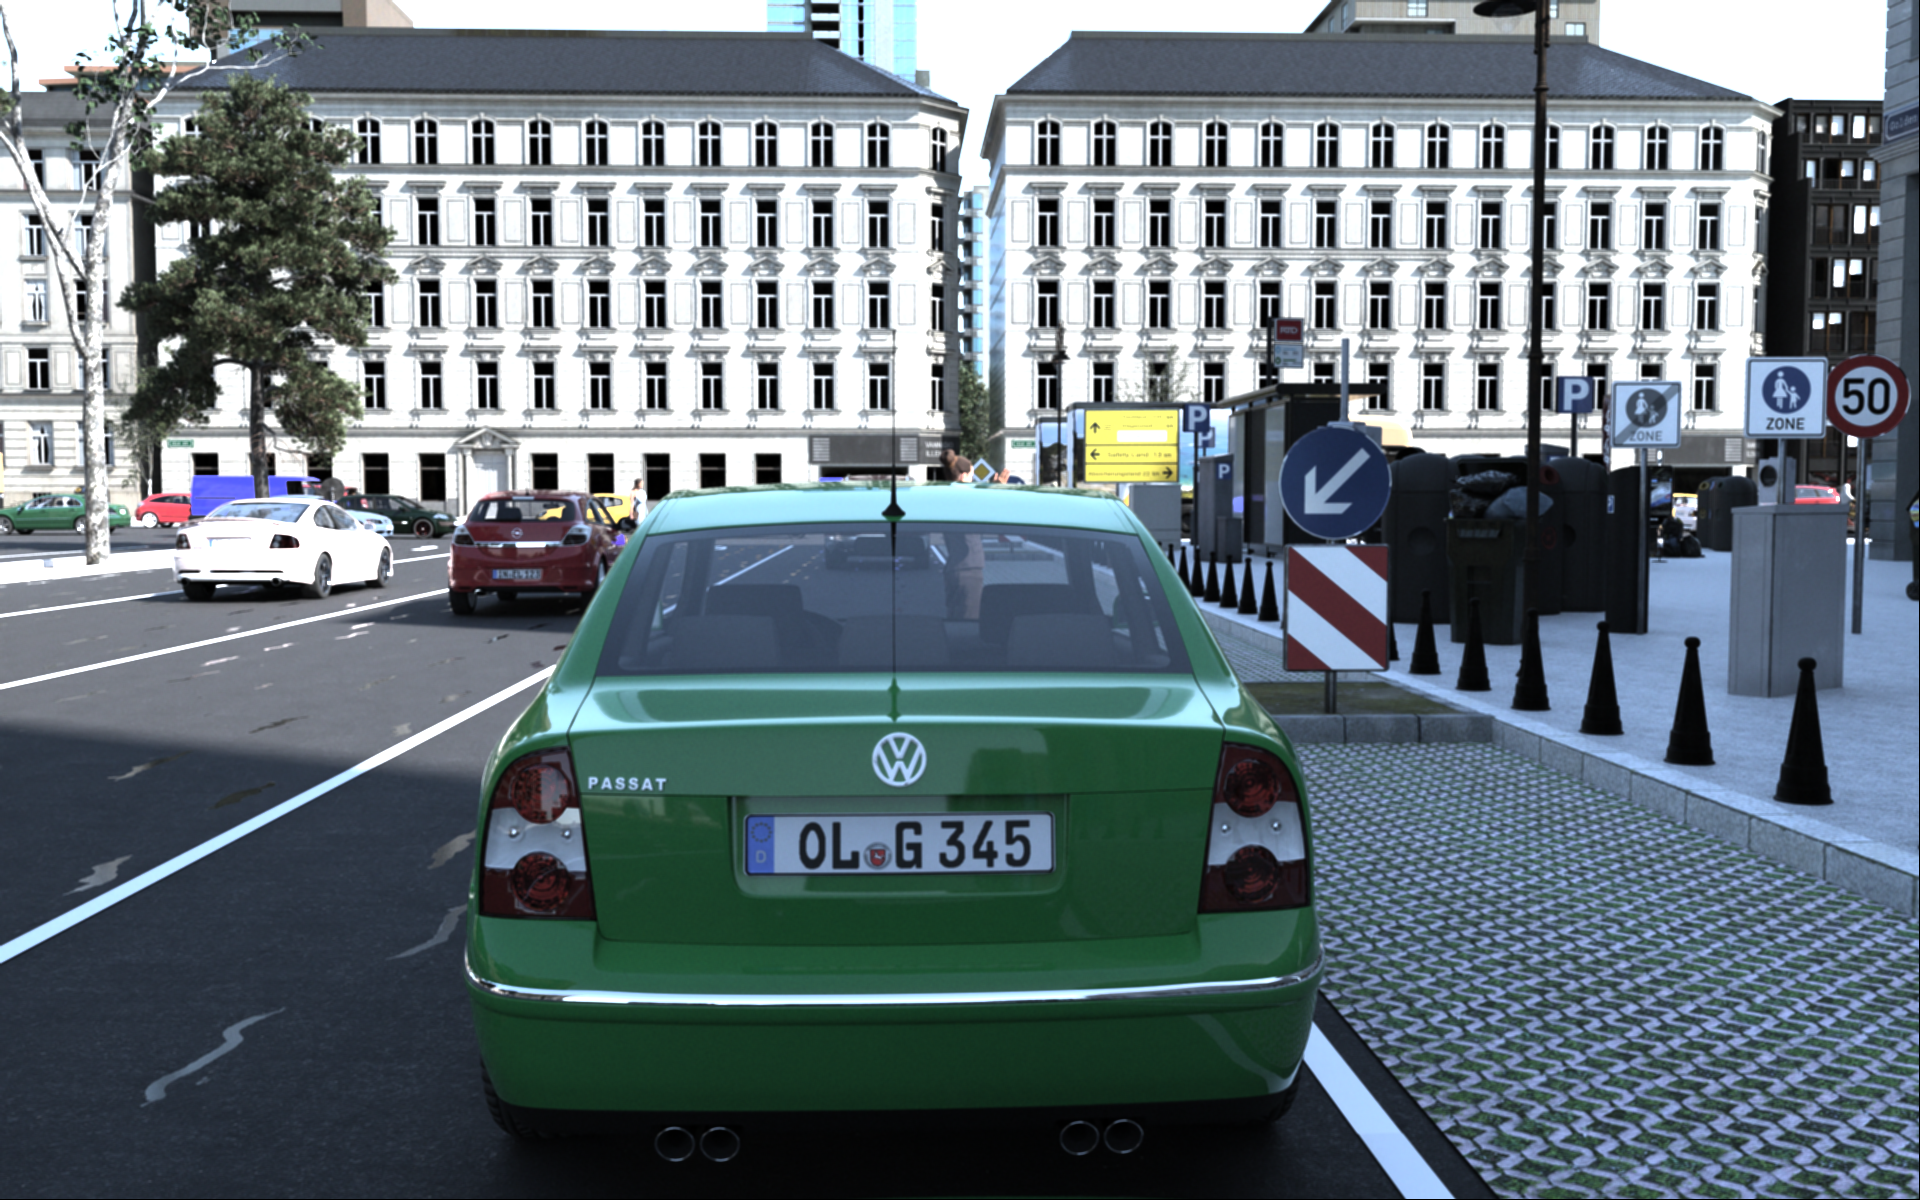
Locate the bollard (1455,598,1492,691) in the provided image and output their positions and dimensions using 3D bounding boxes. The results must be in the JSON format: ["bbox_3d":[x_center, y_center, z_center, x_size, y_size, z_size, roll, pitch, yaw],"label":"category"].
[{"bbox_3d":[3.373,0.286,11.358,0.229,0.601,0.229,0,3,0],"label":"bollard"}]

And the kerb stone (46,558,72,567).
[{"bbox_3d":[-17.728,-0.715,33.883,0.120,0.150,1.000,0,4,-2],"label":"kerb stone"}]

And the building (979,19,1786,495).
[{"bbox_3d":[23.550,-19.890,101.622,44.131,29.872,17.030,0,4,-2],"label":"building"}]

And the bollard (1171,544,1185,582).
[{"bbox_3d":[2.929,-0.408,22.706,0.229,0.601,0.229,0,3,0],"label":"bollard"}]

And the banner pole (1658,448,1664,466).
[{"bbox_3d":[34.433,-5.818,85.134,0.863,3.779,0.401,-3,5,-45],"label":"banner pole"}]

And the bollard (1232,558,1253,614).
[{"bbox_3d":[3.088,-0.155,18.570,0.229,0.601,0.229,0,3,0],"label":"bollard"}]

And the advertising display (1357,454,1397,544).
[{"bbox_3d":[6.883,-1.399,28.083,0.974,1.923,0.123,2,4,35],"label":"advertising display"}]

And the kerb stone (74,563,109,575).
[{"bbox_3d":[-15.511,-0.528,30.898,0.120,0.150,1.000,0,4,-2],"label":"kerb stone"}]

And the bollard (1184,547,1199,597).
[{"bbox_3d":[2.971,-0.345,21.677,0.229,0.601,0.229,0,3,0],"label":"bollard"}]

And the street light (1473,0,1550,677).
[{"bbox_3d":[4.001,-2.398,11.993,0.468,5.910,1.993,0,4,-2],"label":"street light"}]

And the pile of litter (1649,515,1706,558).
[{"bbox_3d":[14.339,-1.303,35.261,1.719,0.858,1.176,1,4,10],"label":"pile of litter"}]

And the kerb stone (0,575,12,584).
[{"bbox_3d":[-15.390,-0.343,27.800,0.120,0.150,1.000,0,4,-2],"label":"kerb stone"}]

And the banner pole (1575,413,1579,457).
[{"bbox_3d":[16.912,-3.519,47.547,0.401,3.779,0.863,2,4,24],"label":"banner pole"}]

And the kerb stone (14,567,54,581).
[{"bbox_3d":[-15.430,-0.406,28.832,0.120,0.150,1.000,0,4,-2],"label":"kerb stone"}]

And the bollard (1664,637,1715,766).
[{"bbox_3d":[3.491,0.475,8.270,0.229,0.601,0.229,0,3,0],"label":"bollard"}]

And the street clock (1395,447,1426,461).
[{"bbox_3d":[6.941,-1.350,26.648,0.358,2.002,0.471,-3,5,-45],"label":"street clock"}]

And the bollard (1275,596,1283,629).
[{"bbox_3d":[3.168,-0.028,16.502,0.229,0.601,0.229,0,3,0],"label":"bollard"}]

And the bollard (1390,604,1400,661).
[{"bbox_3d":[3.293,0.161,13.413,0.229,0.601,0.229,0,3,0],"label":"bollard"}]

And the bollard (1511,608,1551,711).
[{"bbox_3d":[3.411,0.349,10.332,0.229,0.601,0.229,0,3,0],"label":"bollard"}]

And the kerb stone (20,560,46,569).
[{"bbox_3d":[-17.691,-0.652,32.857,0.120,0.150,1.000,0,4,-2],"label":"kerb stone"}]

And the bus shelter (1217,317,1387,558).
[{"bbox_3d":[6.856,-3.629,36.971,2.179,5.291,8.768,0,4,-2],"label":"bus shelter"}]

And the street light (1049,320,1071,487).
[{"bbox_3d":[2.644,-4.485,46.124,0.468,5.910,1.993,0,4,-2],"label":"street light"}]

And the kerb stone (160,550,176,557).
[{"bbox_3d":[-17.916,-1.029,39.020,0.120,0.150,1.000,0,4,-2],"label":"kerb stone"}]

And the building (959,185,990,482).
[{"bbox_3d":[14.177,-39.434,264.353,30.456,49.044,23.786,0,4,-2],"label":"building"}]

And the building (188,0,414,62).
[{"bbox_3d":[-55.162,-30.447,147.916,14.600,45.320,14.200,0,4,-2],"label":"building"}]

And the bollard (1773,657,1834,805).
[{"bbox_3d":[3.529,0.539,7.230,0.229,0.601,0.229,0,3,0],"label":"bollard"}]

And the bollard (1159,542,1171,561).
[{"bbox_3d":[2.890,-0.471,23.735,0.229,0.601,0.229,0,3,0],"label":"bollard"}]

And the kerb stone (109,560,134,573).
[{"bbox_3d":[-15.551,-0.595,31.929,0.120,0.150,1.000,0,4,-2],"label":"kerb stone"}]

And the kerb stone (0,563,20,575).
[{"bbox_3d":[-17.640,-0.586,31.832,0.120,0.150,1.000,0,4,-2],"label":"kerb stone"}]

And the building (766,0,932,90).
[{"bbox_3d":[-16.892,-58.015,261.224,31.000,86.520,22.319,0,4,-2],"label":"building"}]

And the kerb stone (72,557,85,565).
[{"bbox_3d":[-17.763,-0.778,34.909,0.120,0.150,1.000,0,4,-2],"label":"kerb stone"}]

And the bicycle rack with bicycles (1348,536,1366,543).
[{"bbox_3d":[10.270,-1.938,45.074,2.852,0.926,2.925,-1,4,-17],"label":"bicycle rack with bicycles"}]

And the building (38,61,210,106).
[{"bbox_3d":[-77.194,-32.027,178.259,28.867,44.769,22.147,0,4,-2],"label":"building"}]

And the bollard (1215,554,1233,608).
[{"bbox_3d":[3.046,-0.217,19.597,0.229,0.601,0.229,0,3,0],"label":"bollard"}]

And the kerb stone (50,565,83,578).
[{"bbox_3d":[-15.461,-0.469,29.860,0.120,0.150,1.000,0,4,-2],"label":"kerb stone"}]

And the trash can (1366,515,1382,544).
[{"bbox_3d":[5.954,-0.762,24.114,0.748,1.137,0.748,0,3,0],"label":"trash can"}]

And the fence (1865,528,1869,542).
[{"bbox_3d":[24.028,-1.814,45.027,0.278,0.683,2.069,0,4,7],"label":"fence"}]

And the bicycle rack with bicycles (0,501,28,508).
[{"bbox_3d":[-48.229,-4.645,89.329,2.925,0.926,2.852,1,4,20],"label":"bicycle rack with bicycles"}]

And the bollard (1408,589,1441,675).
[{"bbox_3d":[3.329,0.224,12.387,0.229,0.601,0.229,0,3,0],"label":"bollard"}]

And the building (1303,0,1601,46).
[{"bbox_3d":[47.799,-36.108,179.611,27.495,52.752,28.713,0,4,-2],"label":"building"}]

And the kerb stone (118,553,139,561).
[{"bbox_3d":[-17.848,-0.903,36.965,0.120,0.150,1.000,0,4,-2],"label":"kerb stone"}]

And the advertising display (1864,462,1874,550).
[{"bbox_3d":[18.693,-1.816,34.899,0.974,1.923,0.123,2,4,28],"label":"advertising display"}]

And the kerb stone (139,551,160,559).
[{"bbox_3d":[-17.883,-0.963,37.994,0.120,0.150,1.000,0,4,-2],"label":"kerb stone"}]

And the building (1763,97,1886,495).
[{"bbox_3d":[53.942,-16.616,101.341,15.834,23.373,12.332,0,4,-2],"label":"building"}]

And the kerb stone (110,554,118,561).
[{"bbox_3d":[-17.805,-0.841,35.940,0.120,0.150,1.000,0,4,-2],"label":"kerb stone"}]

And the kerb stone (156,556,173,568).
[{"bbox_3d":[-15.620,-0.717,33.981,0.120,0.150,1.000,0,4,-2],"label":"kerb stone"}]

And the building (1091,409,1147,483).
[{"bbox_3d":[19.763,-23.580,157.241,14.160,30.474,14.107,0,4,-2],"label":"building"}]

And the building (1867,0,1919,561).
[{"bbox_3d":[23.747,-14.743,18.548,11.434,29.767,29.804,0,4,-2],"label":"building"}]

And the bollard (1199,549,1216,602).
[{"bbox_3d":[3.009,-0.281,20.638,0.229,0.601,0.229,0,3,0],"label":"bollard"}]

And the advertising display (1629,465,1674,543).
[{"bbox_3d":[15.589,-2.075,39.147,0.974,1.923,0.123,2,4,26],"label":"advertising display"}]

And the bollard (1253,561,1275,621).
[{"bbox_3d":[3.128,-0.091,17.528,0.229,0.601,0.229,0,3,0],"label":"bollard"}]

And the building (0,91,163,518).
[{"bbox_3d":[-58.866,-16.291,99.634,30.059,22.955,16.112,0,4,-2],"label":"building"}]

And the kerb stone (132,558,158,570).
[{"bbox_3d":[-15.585,-0.657,32.955,0.120,0.150,1.000,0,4,-2],"label":"kerb stone"}]

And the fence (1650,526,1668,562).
[{"bbox_3d":[12.563,-1.011,31.904,0.278,0.683,2.069,3,5,40],"label":"fence"}]

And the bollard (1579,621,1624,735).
[{"bbox_3d":[3.450,0.413,9.296,0.229,0.601,0.229,0,3,0],"label":"bollard"}]

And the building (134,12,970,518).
[{"bbox_3d":[-21.709,-19.840,100.794,44.131,29.872,17.030,0,4,-2],"label":"building"}]

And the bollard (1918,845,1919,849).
[{"bbox_3d":[3.573,0.602,6.204,0.229,0.601,0.229,0,3,0],"label":"bollard"}]

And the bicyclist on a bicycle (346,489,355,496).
[{"bbox_3d":[-21.639,-3.169,61.831,1.625,1.676,1.499,0,4,-2],"label":"bicyclist on a bicycle"}]

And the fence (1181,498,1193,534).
[{"bbox_3d":[6.229,-2.144,46.260,2.264,1.192,0.480,-1,4,-20],"label":"fence"}]

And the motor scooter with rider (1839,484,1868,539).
[{"bbox_3d":[26.782,-2.620,51.801,1.986,1.779,0.876,0,4,-4],"label":"motor scooter with rider"}]
